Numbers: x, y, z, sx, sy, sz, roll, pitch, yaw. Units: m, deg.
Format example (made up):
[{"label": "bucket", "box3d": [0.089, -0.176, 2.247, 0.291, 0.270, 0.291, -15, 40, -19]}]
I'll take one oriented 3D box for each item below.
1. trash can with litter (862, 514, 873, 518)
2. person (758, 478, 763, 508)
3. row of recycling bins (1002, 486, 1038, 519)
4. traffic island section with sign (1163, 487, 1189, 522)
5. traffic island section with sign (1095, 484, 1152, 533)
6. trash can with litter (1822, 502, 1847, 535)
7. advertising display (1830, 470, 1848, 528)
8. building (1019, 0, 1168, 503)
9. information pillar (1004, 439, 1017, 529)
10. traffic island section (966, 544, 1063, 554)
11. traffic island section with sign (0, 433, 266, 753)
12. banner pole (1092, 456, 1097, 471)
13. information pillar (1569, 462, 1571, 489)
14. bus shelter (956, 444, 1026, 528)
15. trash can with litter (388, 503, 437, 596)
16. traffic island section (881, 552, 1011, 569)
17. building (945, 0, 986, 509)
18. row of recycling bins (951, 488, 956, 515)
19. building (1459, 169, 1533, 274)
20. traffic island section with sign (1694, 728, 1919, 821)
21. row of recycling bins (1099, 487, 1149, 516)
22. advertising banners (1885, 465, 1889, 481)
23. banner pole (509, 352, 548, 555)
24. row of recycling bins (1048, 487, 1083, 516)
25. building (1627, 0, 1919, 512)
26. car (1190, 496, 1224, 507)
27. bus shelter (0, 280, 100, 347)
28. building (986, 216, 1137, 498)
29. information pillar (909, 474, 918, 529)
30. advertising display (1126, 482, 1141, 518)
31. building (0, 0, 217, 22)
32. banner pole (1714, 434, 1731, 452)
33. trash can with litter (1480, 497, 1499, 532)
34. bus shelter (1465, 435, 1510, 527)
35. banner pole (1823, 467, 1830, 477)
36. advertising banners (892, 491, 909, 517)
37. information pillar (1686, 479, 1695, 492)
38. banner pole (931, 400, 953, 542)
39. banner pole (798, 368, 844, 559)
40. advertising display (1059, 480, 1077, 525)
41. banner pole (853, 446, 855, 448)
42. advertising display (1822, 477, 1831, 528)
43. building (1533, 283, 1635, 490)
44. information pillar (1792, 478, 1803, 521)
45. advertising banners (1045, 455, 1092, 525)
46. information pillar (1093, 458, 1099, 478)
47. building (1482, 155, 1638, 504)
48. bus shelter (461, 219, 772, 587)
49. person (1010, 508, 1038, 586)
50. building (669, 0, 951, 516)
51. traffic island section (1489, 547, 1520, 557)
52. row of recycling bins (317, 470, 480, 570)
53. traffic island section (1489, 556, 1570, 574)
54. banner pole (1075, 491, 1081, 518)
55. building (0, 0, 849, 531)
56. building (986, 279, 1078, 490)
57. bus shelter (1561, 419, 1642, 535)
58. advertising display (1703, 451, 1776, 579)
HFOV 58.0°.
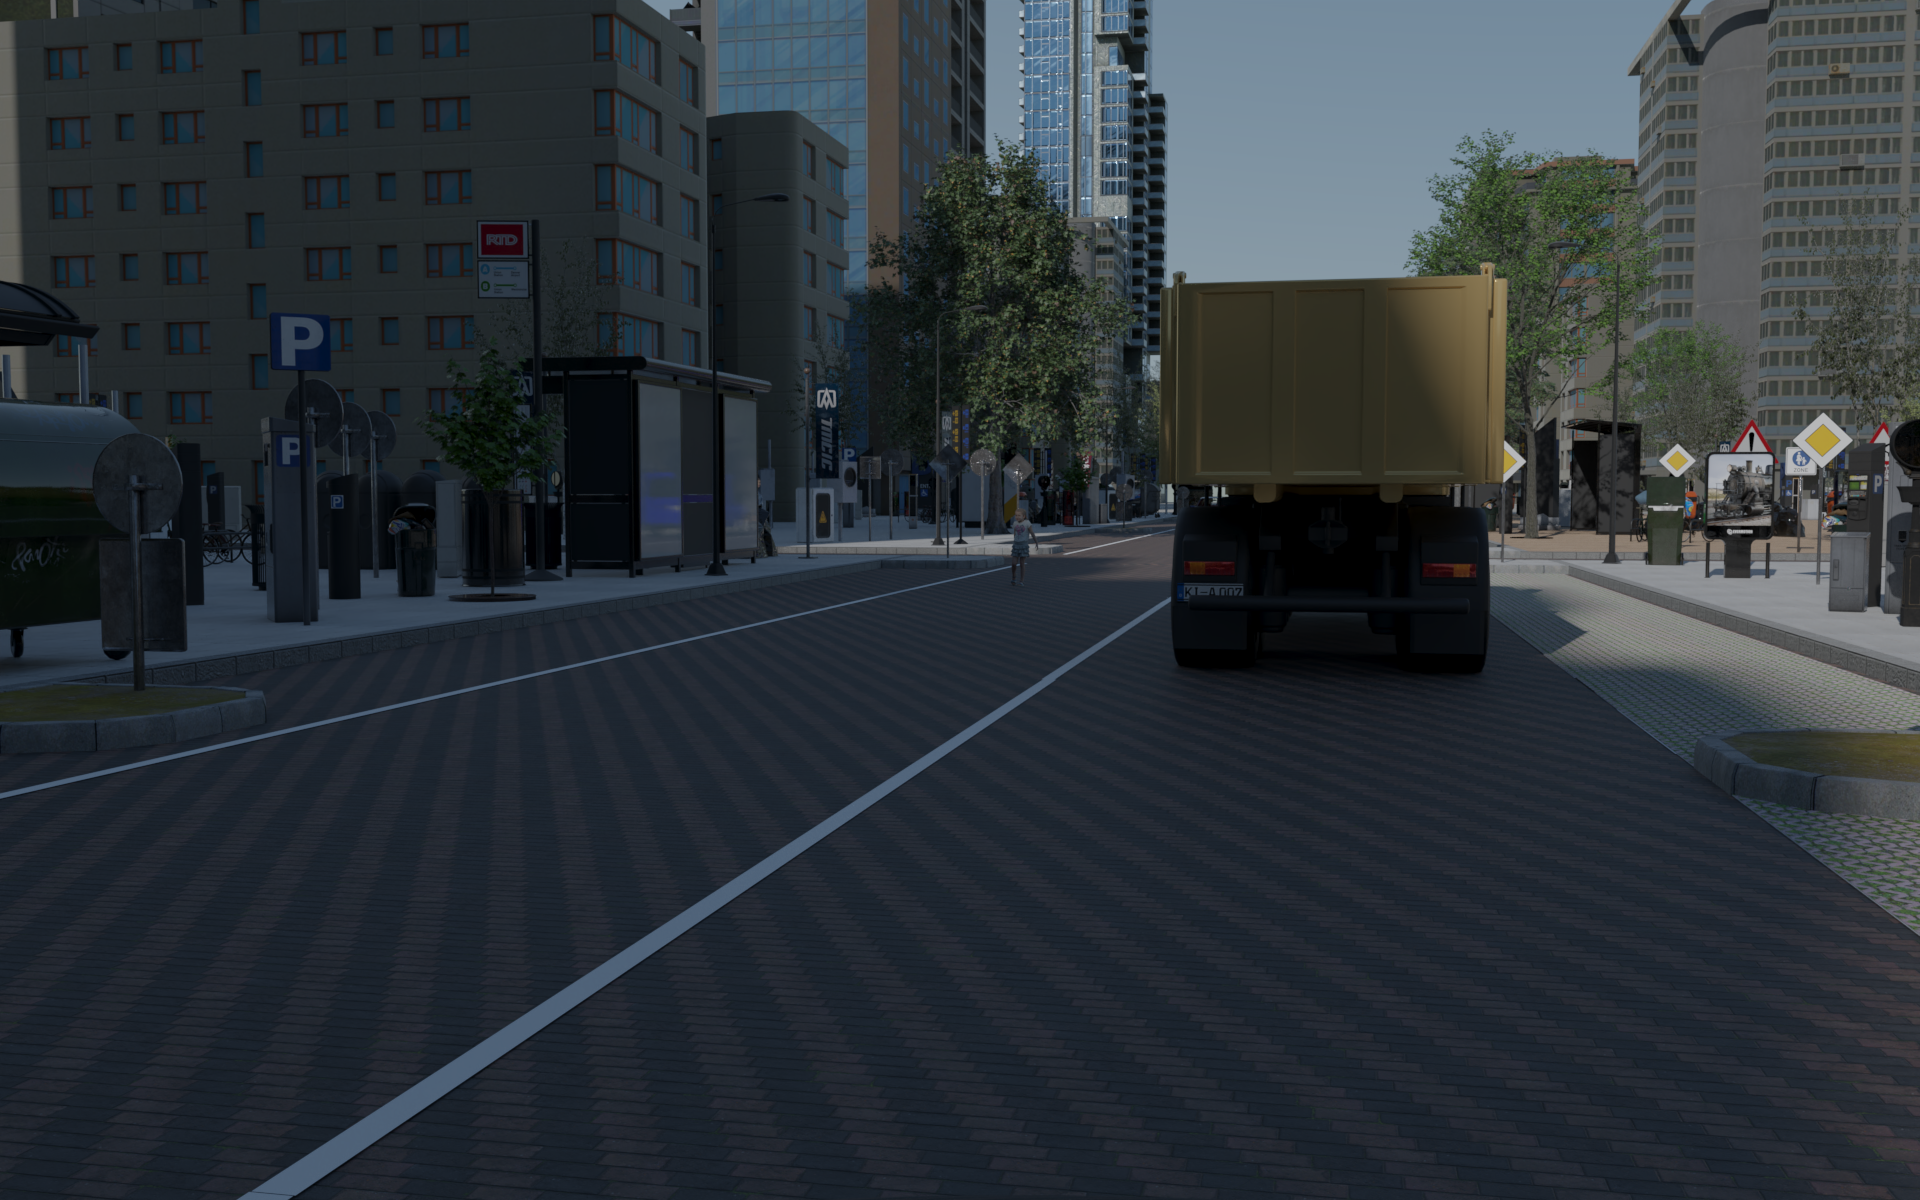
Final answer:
[{"label": "trash can with litter", "box3d": [-5.581, -5.126, 94.873, 1.678, 1.210, 2.233, 0, 4, -1]}, {"label": "person", "box3d": [-4.953, -2.032, 41.741, 0.654, 1.822, 0.581, 1, 4, 11]}, {"label": "row of recycling bins", "box3d": [1.834, -4.709, 84.105, 3.534, 1.692, 1.069, 0, 4, -4]}, {"label": "traffic island section with sign", "box3d": [11.767, -5.043, 91.081, 1.989, 1.847, 2.006, 1, 4, 12]}, {"label": "traffic island section with sign", "box3d": [6.148, -3.430, 64.715, 1.989, 1.847, 2.006, 1, 4, 12]}, {"label": "trash can with litter", "box3d": [12.957, -0.842, 25.149, 0.624, 1.170, 1.055, 3, 5, 42]}, {"label": "advertising display", "box3d": [24.208, -2.570, 47.226, 0.974, 1.923, 0.123, -2, 4, -25]}, {"label": "building", "box3d": [19.965, -57.543, 253.503, 22.319, 86.520, 31.000, 1, 4, 12]}, {"label": "information pillar", "box3d": [1.864, -4.452, 64.149, 0.504, 3.616, 0.183, 1, 4, 11]}, {"label": "traffic island section", "box3d": [1.404, -1.238, 42.524, 2.009, 0.180, 2.903, 1, 4, 12]}, {"label": "traffic island section with sign", "box3d": [-5.411, -0.118, 10.555, 1.989, 1.847, 2.006, 1, 4, 12]}, {"label": "banner pole", "box3d": [8.881, -7.600, 114.269, 0.401, 3.779, 0.863, -1, 4, -19]}, {"label": "information pillar", "box3d": [37.076, -6.926, 104.598, 0.504, 3.616, 0.183, 2, 4, 23]}, {"label": "bus shelter", "box3d": [1.105, -4.516, 67.764, 2.014, 3.302, 5.546, 1, 4, 12]}, {"label": "trash can with litter", "box3d": [-6.972, -0.645, 21.925, 0.624, 1.170, 1.055, -2, 4, -25]}, {"label": "traffic island section", "box3d": [-0.264, -0.760, 34.714, 2.009, 0.180, 2.903, 1, 4, 12]}, {"label": "building", "box3d": [-6.782, -42.319, 130.165, 20.563, 71.187, 20.611, 1, 4, 12]}, {"label": "row of recycling bins", "box3d": [1.101, -6.037, 105.818, 3.534, 1.692, 1.069, -1, 4, -22]}, {"label": "building", "box3d": [84.522, -38.499, 253.160, 21.300, 48.544, 21.600, 1, 4, 12]}, {"label": "traffic island section with sign", "box3d": [4.725, 0.015, 8.389, 1.989, 1.847, 2.006, 1, 4, 12]}, {"label": "row of recycling bins", "box3d": [9.172, -5.705, 100.394, 3.534, 1.692, 1.069, 0, 4, 0]}, {"label": "advertising banners", "box3d": [36.910, -4.538, 70.377, 0.090, 3.025, 2.074, -3, 5, -40]}, {"label": "banner pole", "box3d": [-7.568, -2.485, 30.648, 0.863, 3.779, 0.401, 0, 4, -1]}, {"label": "row of recycling bins", "box3d": [5.749, -5.916, 103.831, 3.534, 1.692, 1.069, 2, 4, 32]}, {"label": "building", "box3d": [63.617, -26.618, 127.089, 32.217, 40.220, 23.993, 1, 4, 12]}, {"label": "car", "box3d": [10.411, -3.565, 70.861, 1.945, 1.354, 3.894, 1, 4, 10]}, {"label": "bus shelter", "box3d": [-9.730, -1.229, 14.017, 2.014, 3.302, 5.546, 1, 4, 12]}, {"label": "building", "box3d": [8.657, -32.867, 229.260, 32.217, 40.220, 23.993, 1, 4, 12]}, {"label": "information pillar", "box3d": [-1.724, -3.629, 63.818, 0.304, 2.012, 0.304, 0, 4, 5]}, {"label": "advertising display", "box3d": [9.140, -5.308, 92.000, 0.974, 1.923, 0.123, 1, 4, 16]}, {"label": "building", "box3d": [-47.428, -39.082, 77.238, 20.611, 71.187, 20.563, 1, 4, 12]}, {"label": "banner pole", "box3d": [31.766, -5.037, 72.364, 0.401, 3.779, 0.863, -3, 5, -41]}, {"label": "trash can with litter", "box3d": [17.818, -2.911, 58.987, 0.624, 1.170, 1.055, -2, 4, -34]}, {"label": "bus shelter", "box3d": [20.314, -4.664, 67.543, 1.731, 3.624, 6.357, 1, 4, 12]}, {"label": "banner pole", "box3d": [38.235, -5.287, 76.466, 0.863, 3.779, 0.401, -3, 4, -38]}, {"label": "advertising banners", "box3d": [-2.987, -6.292, 99.068, 2.074, 3.025, 0.090, -1, 4, -17]}, {"label": "information pillar", "box3d": [36.319, -4.994, 86.150, 0.304, 2.012, 0.304, 0, 4, 6]}, {"label": "banner pole", "box3d": [-0.443, -3.428, 46.062, 0.401, 3.779, 0.863, 3, 4, 37]}, {"label": "banner pole", "box3d": [-2.800, -2.717, 34.440, 0.863, 3.779, 0.401, 0, 4, 2]}, {"label": "advertising display", "box3d": [4.524, -4.099, 72.238, 0.974, 1.923, 0.123, 3, 5, 42]}, {"label": "banner pole", "box3d": [-5.141, -5.449, 79.111, 0.863, 3.779, 0.401, 1, 4, 22]}, {"label": "advertising display", "box3d": [33.183, -3.716, 65.972, 0.974, 1.923, 0.123, -2, 4, -27]}, {"label": "building", "box3d": [67.152, -18.890, 153.897, 27.650, 21.520, 28.899, 1, 4, 12]}, {"label": "information pillar", "box3d": [38.459, -4.590, 79.544, 0.304, 2.012, 0.304, -2, 4, -31]}, {"label": "advertising banners", "box3d": [4.410, -4.573, 70.949, 2.074, 3.025, 0.090, 1, 4, 15]}, {"label": "information pillar", "box3d": [8.809, -7.403, 112.401, 0.504, 3.616, 0.183, -2, 4, -35]}, {"label": "building", "box3d": [80.439, -35.088, 228.316, 22.147, 44.769, 28.867, 1, 4, 12]}, {"label": "bus shelter", "box3d": [-5.455, -3.074, 27.899, 2.179, 5.291, 8.768, 1, 4, 12]}, {"label": "person", "box3d": [1.005, -0.827, 27.029, 0.505, 1.210, 0.382, 1, 4, 23]}, {"label": "building", "box3d": [-8.810, -28.031, 108.422, 14.600, 45.320, 14.200, 1, 4, 12]}, {"label": "traffic island section", "box3d": [11.859, -1.102, 40.295, 2.009, 0.180, 2.903, 1, 4, 12]}, {"label": "row of recycling bins", "box3d": [-9.464, -1.377, 29.634, 3.534, 1.692, 1.069, 1, 4, 10]}, {"label": "traffic island section", "box3d": [10.192, -0.624, 32.485, 2.009, 0.180, 2.903, 1, 4, 12]}, {"label": "banner pole", "box3d": [6.588, -6.421, 95.000, 0.401, 3.779, 0.863, 2, 4, 33]}, {"label": "building", "box3d": [-22.089, -14.110, 75.744, 27.650, 21.520, 28.899, 1, 4, 12]}, {"label": "building", "box3d": [-4.652, -19.050, 156.499, 27.650, 21.520, 28.899, 1, 4, 12]}, {"label": "bus shelter", "box3d": [21.071, -4.024, 57.067, 1.731, 3.624, 6.357, 1, 4, 12]}, {"label": "advertising display", "box3d": [11.848, -1.293, 26.357, 0.974, 1.923, 0.123, 1, 4, 14]}]
